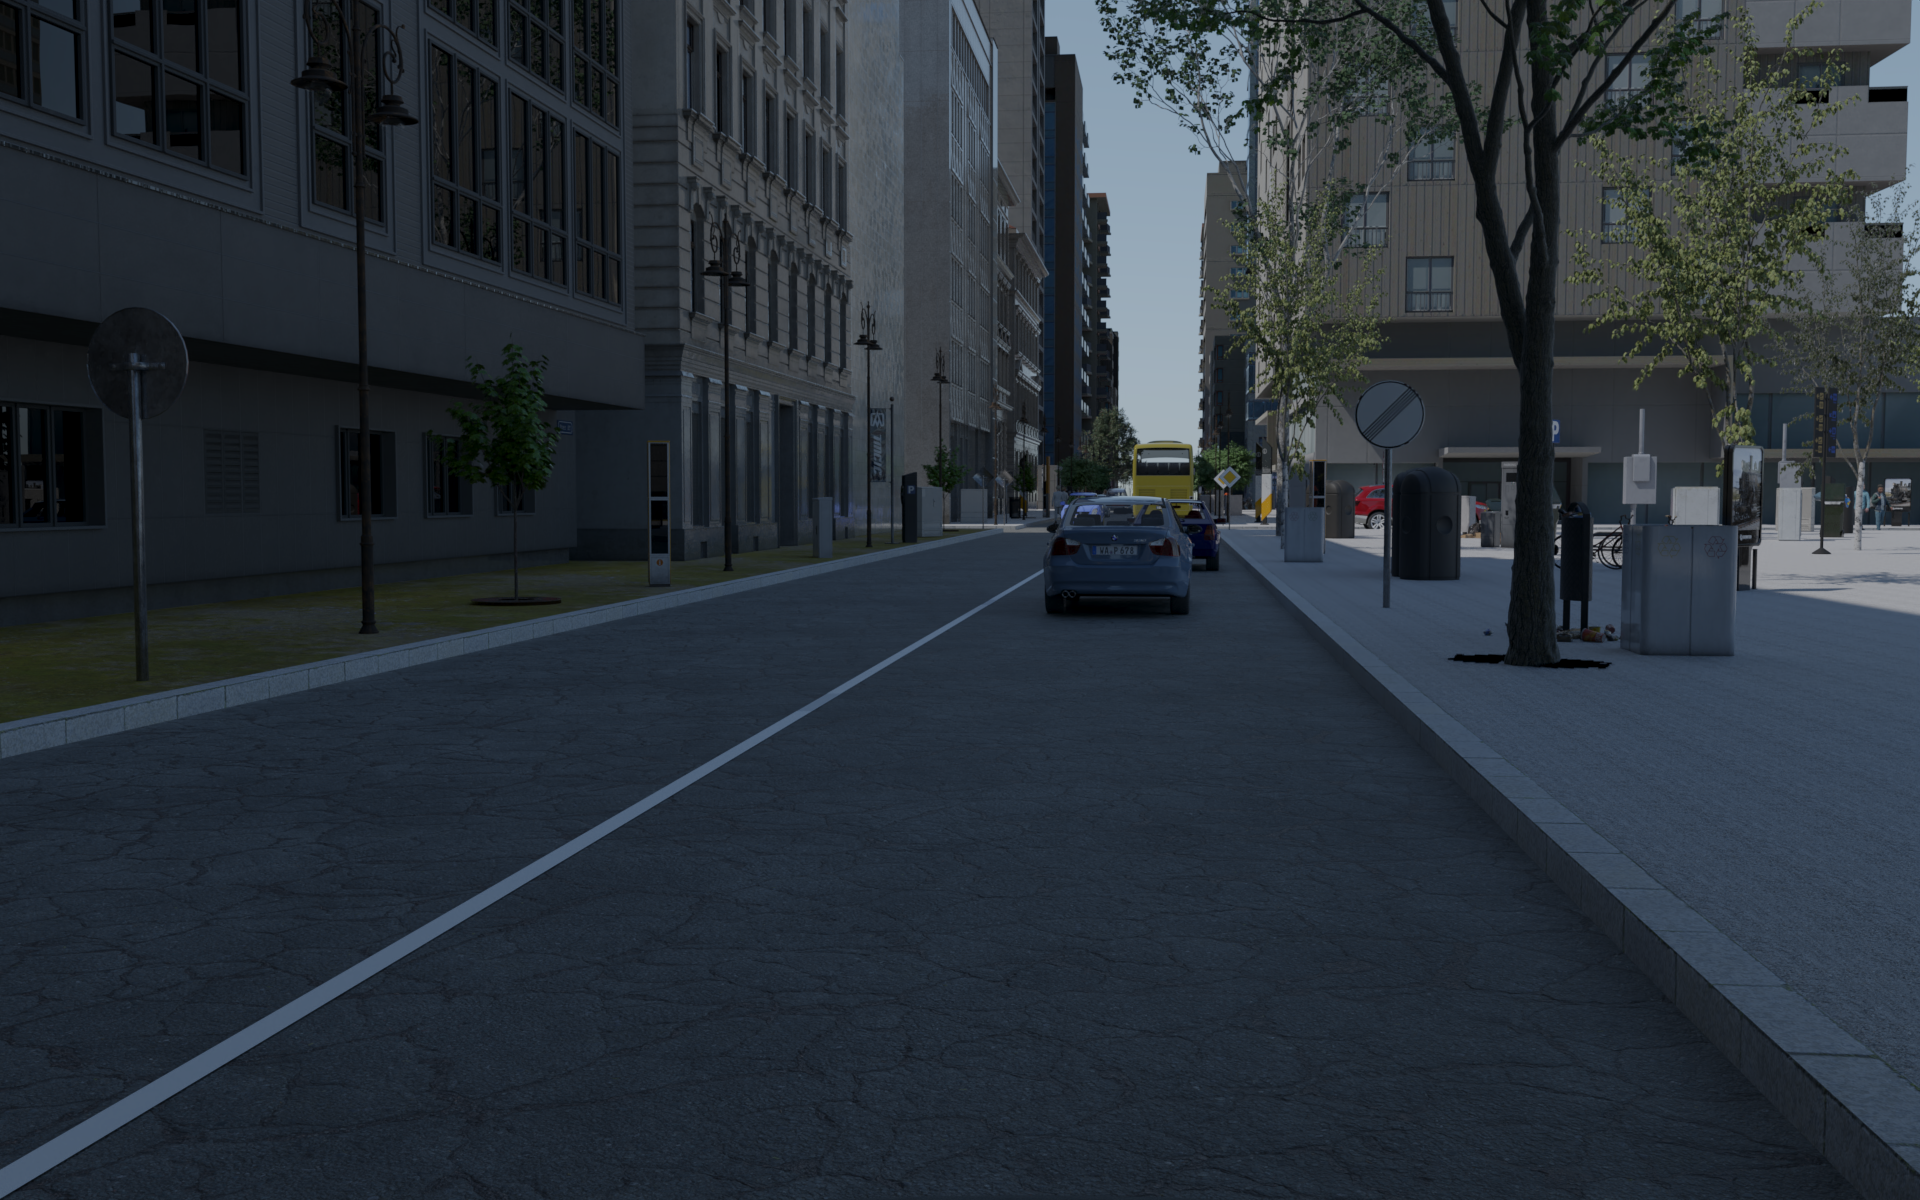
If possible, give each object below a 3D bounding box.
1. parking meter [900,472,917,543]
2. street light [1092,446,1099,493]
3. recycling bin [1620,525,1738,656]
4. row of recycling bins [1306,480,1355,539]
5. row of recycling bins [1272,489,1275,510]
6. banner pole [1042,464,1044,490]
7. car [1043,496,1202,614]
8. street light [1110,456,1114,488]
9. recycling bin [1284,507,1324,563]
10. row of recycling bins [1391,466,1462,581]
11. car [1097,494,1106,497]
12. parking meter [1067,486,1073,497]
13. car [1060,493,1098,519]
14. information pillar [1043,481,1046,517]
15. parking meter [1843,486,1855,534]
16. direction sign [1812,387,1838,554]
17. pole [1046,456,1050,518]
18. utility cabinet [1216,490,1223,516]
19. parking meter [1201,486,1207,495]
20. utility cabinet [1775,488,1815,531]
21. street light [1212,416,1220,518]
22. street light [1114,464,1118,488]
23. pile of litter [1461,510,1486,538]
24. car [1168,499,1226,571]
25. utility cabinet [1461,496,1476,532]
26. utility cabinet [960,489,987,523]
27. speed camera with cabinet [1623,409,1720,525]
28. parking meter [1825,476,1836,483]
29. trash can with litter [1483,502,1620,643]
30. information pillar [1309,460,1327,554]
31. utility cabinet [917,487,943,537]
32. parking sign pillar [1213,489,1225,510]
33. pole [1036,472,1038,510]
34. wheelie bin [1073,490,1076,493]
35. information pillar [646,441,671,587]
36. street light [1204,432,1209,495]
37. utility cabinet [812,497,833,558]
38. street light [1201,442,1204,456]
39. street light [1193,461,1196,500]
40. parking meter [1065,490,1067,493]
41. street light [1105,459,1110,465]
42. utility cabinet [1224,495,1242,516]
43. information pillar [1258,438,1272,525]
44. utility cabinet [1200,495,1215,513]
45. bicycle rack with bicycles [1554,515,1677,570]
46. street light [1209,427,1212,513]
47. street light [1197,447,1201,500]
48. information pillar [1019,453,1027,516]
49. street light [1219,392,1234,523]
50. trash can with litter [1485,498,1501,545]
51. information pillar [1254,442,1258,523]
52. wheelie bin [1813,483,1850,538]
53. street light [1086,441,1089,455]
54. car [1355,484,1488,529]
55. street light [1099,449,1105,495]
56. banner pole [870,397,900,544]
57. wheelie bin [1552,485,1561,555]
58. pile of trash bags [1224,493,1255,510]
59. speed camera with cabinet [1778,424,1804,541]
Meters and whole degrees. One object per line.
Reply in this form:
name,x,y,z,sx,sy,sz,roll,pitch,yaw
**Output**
parking meter,-1.345,-2.443,45.651,0.399,1.863,0.255,-1,4,-22
street light,12.445,-11.523,161.191,0.468,5.910,1.993,0,4,7
recycling bin,5.822,-0.092,14.054,0.722,1.027,0.722,0,4,7
row of recycling bins,10.921,-2.705,51.344,1.069,1.692,3.534,0,4,1
row of recycling bins,25.477,-8.292,142.682,1.069,1.692,3.534,1,4,12
banner pole,6.961,-9.537,145.950,0.401,3.779,0.863,0,4,-7
car,2.058,-0.611,21.987,2.014,1.417,4.499,0,4,8
street light,17.187,-13.888,199.856,0.468,5.910,1.993,0,4,7
recycling bin,6.524,-1.241,32.839,0.722,1.027,0.722,1,4,11
row of recycling bins,7.308,-1.236,27.322,1.069,1.692,3.534,1,4,13
car,8.427,-5.847,107.606,2.014,1.417,4.499,0,4,7
parking meter,7.572,-6.930,119.021,0.399,1.863,0.255,1,4,12
car,5.300,-3.973,74.546,1.945,1.707,3.694,0,4,8
information pillar,4.732,-5.549,95.217,0.304,2.012,0.304,1,4,22
parking meter,28.838,-2.927,56.272,0.372,1.533,0.369,0,3,0
direction sign,18.403,-2.746,36.892,0.876,3.537,0.379,-3,4,-35
pole,4.760,-6.104,93.645,0.158,3.312,0.155,0,3,0
utility cabinet,15.232,-5.670,101.382,0.318,1.500,1.173,1,4,16
parking meter,17.335,-7.168,122.913,0.255,1.863,0.399,-2,4,-35
utility cabinet,28.540,-3.089,59.184,0.318,1.500,1.173,-3,5,-42
street light,13.520,-7.175,90.092,0.468,5.910,1.993,0,4,7
street light,18.872,-14.691,212.991,0.468,5.910,1.993,0,4,7
pile of litter,15.370,-2.224,50.321,1.719,0.858,1.176,2,4,34
car,4.202,-1.296,33.762,1.945,1.354,3.894,1,4,9
utility cabinet,17.093,-2.919,58.895,0.306,1.237,1.020,-2,4,-24
utility cabinet,0.607,-4.148,76.497,1.173,1.500,0.318,0,4,-6
speed camera with cabinet,16.560,-2.813,40.333,2.038,3.252,0.660,1,4,14
parking meter,28.540,-3.130,56.883,0.399,1.863,0.255,-3,5,-41
trash can with litter,5.593,-0.288,15.765,1.678,1.210,2.233,0,4,2
information pillar,7.688,-2.004,37.258,0.304,2.012,0.304,0,4,-1
utility cabinet,-0.937,-2.623,51.570,0.318,1.500,1.173,2,4,30
parking sign pillar,20.455,-9.172,138.429,1.447,3.967,1.447,0,4,7
pole,6.336,-9.142,143.318,0.158,3.312,0.155,0,3,0
wheelie bin,8.206,-7.317,127.537,0.693,1.594,0.980,3,4,37
information pillar,-4.176,-1.194,24.010,0.304,2.012,0.304,-1,4,-13
street light,16.846,-8.784,116.407,0.468,5.910,1.993,0,4,7
utility cabinet,-2.805,-1.470,35.195,0.306,1.237,1.020,-1,4,-12
street light,18.506,-9.595,129.658,0.468,5.910,1.993,0,4,7
street light,23.131,-11.937,167.962,0.468,5.910,1.993,0,4,7
parking meter,7.597,-6.933,121.762,0.372,1.533,0.369,0,3,0
street light,15.642,-13.099,186.964,0.468,5.910,1.993,0,4,7
utility cabinet,16.300,-5.635,103.293,1.020,1.237,0.306,-1,4,-14
information pillar,12.734,-4.927,71.911,0.183,3.616,0.504,-3,5,-41
utility cabinet,17.150,-6.654,119.957,1.020,1.237,0.306,2,4,26
bicycle rack with bicycles,11.722,-0.984,29.477,2.925,0.926,2.852,2,4,28
street light,15.209,-7.962,102.967,0.468,5.910,1.993,0,4,7
street light,20.216,-10.483,144.191,0.468,5.910,1.993,0,4,7
information pillar,3.662,-6.649,100.073,0.504,3.616,0.183,2,4,32
street light,11.960,-6.386,77.201,0.468,5.910,1.993,0,4,7
trash can with litter,13.802,-2.004,44.151,0.624,1.170,1.055,0,4,-4
information pillar,13.501,-5.289,77.826,0.504,3.616,0.183,2,4,32
wheelie bin,25.790,-2.651,51.256,0.980,1.594,0.693,2,4,27
street light,10.750,-10.702,147.768,0.468,5.910,1.993,0,4,7
car,17.103,-3.433,64.805,5.304,1.827,2.281,0,4,7
street light,14.039,-12.311,174.078,0.468,5.910,1.993,0,4,7
banner pole,-1.963,-3.330,44.467,0.863,3.779,0.401,-1,4,-19
wheelie bin,12.085,-1.736,36.284,0.980,1.594,0.693,-1,4,-22
pile of trash bags,22.586,-8.039,141.191,1.912,1.369,3.447,-2,4,-26
speed camera with cabinet,23.048,-3.285,48.042,0.660,3.252,2.038,2,4,25
